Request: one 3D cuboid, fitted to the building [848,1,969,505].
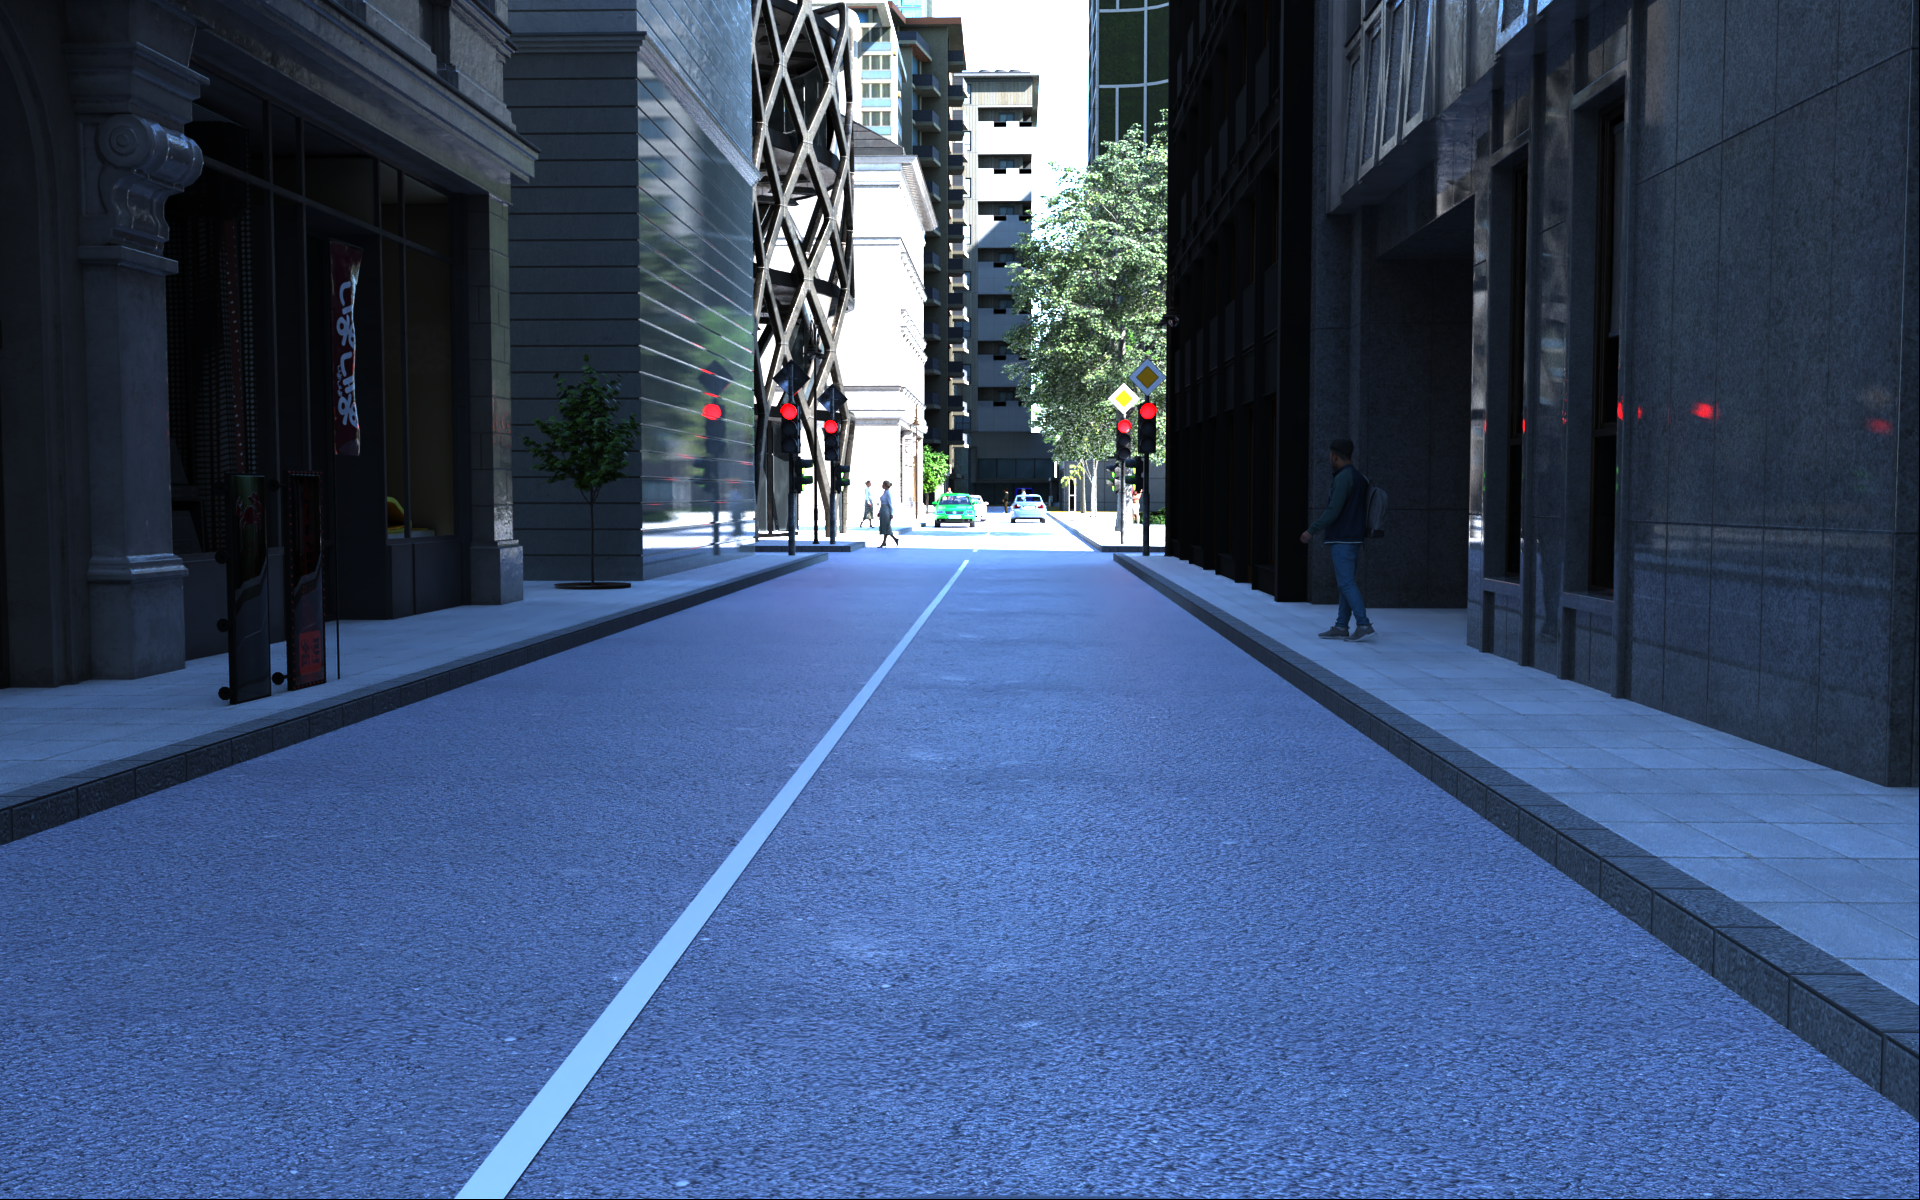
[{"bbox_3d":[-10.491,-30.799,158.192,22.147,44.769,28.867,0,4,2],"label":"building"}]

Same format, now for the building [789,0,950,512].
[{"bbox_3d":[-17.101,-26.915,131.948,32.217,40.220,23.993,0,4,2],"label":"building"}]

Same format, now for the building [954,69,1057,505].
[{"bbox_3d":[-1.865,-38.364,216.483,27.495,52.752,28.713,0,4,2],"label":"building"}]

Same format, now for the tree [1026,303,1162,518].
[{"bbox_3d":[7.401,-10.268,93.634,9.928,11.665,9.643,0,3,0],"label":"tree"}]

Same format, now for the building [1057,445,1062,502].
[{"bbox_3d":[27.486,-54.967,211.389,31.000,86.520,22.319,0,4,2],"label":"building"}]

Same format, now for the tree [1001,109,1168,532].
[{"bbox_3d":[5.569,-9.313,58.921,9.857,13.997,8.962,0,3,0],"label":"tree"}]

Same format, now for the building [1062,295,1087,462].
[{"bbox_3d":[23.355,-19.045,156.424,27.650,21.520,28.899,0,4,2],"label":"building"}]

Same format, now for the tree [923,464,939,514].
[{"bbox_3d":[-2.124,-7.610,119.029,1.663,3.219,1.824,0,3,0],"label":"tree"}]

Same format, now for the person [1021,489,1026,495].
[{"bbox_3d":[4.273,-6.552,115.888,0.793,1.790,0.793,-2,4,-27],"label":"person"}]

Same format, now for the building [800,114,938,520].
[{"bbox_3d":[-7.282,-14.384,86.091,10.553,20.767,40.483,0,4,2],"label":"building"}]

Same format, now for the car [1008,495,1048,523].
[{"bbox_3d":[3.390,-4.552,86.434,2.014,1.417,4.499,0,4,1],"label":"car"}]

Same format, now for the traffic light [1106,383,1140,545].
[{"bbox_3d":[4.123,-3.363,43.904,0.839,4.253,0.868,0,4,2],"label":"traffic light"}]

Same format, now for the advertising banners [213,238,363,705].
[{"bbox_3d":[-4.345,-0.930,11.394,0.090,3.025,2.074,0,4,5],"label":"advertising banners"}]

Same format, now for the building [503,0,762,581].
[{"bbox_3d":[-19.208,-15.486,30.681,29.804,29.767,11.434,0,4,2],"label":"building"}]

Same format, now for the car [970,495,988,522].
[{"bbox_3d":[0.443,-4.785,90.601,2.083,1.381,4.827,0,4,2],"label":"car"}]

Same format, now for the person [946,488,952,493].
[{"bbox_3d":[-0.752,-7.407,127.677,0.617,1.759,0.750,-1,4,-9],"label":"person"}]

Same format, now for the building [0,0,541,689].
[{"bbox_3d":[-10.367,-9.159,0.653,10.553,20.767,40.483,0,4,2],"label":"building"}]

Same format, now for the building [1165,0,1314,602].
[{"bbox_3d":[10.173,-12.099,27.503,12.332,23.373,15.834,0,4,2],"label":"building"}]

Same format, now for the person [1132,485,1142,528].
[{"bbox_3d":[6.532,-3.614,65.109,0.580,1.828,0.573,0,4,-3],"label":"person"}]

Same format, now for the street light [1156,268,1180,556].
[{"bbox_3d":[4.298,-3.838,35.545,0.468,5.910,1.993,0,4,2],"label":"street light"}]

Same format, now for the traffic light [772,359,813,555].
[{"bbox_3d":[-3.503,-2.889,36.155,0.839,4.253,0.868,0,4,2],"label":"traffic light"}]

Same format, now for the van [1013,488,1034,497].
[{"bbox_3d":[6.576,-10.655,178.594,2.240,2.365,5.245,0,4,1],"label":"van"}]

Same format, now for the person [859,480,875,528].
[{"bbox_3d":[-3.508,-3.609,65.281,0.641,1.798,0.478,2,4,31],"label":"person"}]

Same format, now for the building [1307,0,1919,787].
[{"bbox_3d":[9.771,-11.718,9.614,12.078,24.808,19.932,0,4,2],"label":"building"}]

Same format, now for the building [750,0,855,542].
[{"bbox_3d":[-11.725,-11.292,52.071,16.820,18.784,16.811,0,4,2],"label":"building"}]

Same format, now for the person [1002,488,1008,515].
[{"bbox_3d":[3.172,-6.889,120.764,0.705,1.869,1.348,1,4,10],"label":"person"}]

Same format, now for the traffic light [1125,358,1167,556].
[{"bbox_3d":[3.854,-2.875,35.924,0.839,4.253,0.868,0,4,2],"label":"traffic light"}]

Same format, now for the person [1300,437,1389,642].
[{"bbox_3d":[3.391,-0.541,15.237,0.721,1.781,0.623,1,4,20],"label":"person"}]

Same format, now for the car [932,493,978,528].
[{"bbox_3d":[-0.215,-4.052,75.046,1.959,1.807,4.718,0,4,0],"label":"car"}]

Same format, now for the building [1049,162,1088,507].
[{"bbox_3d":[25.626,-29.988,182.189,32.217,40.220,23.993,0,4,2],"label":"building"}]

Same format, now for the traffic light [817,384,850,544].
[{"bbox_3d":[-3.234,-3.377,44.136,0.839,4.253,0.868,0,4,2],"label":"traffic light"}]

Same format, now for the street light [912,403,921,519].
[{"bbox_3d":[-2.220,-7.073,88.427,0.468,5.910,1.993,0,4,2],"label":"street light"}]

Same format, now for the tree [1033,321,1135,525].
[{"bbox_3d":[5.402,-7.482,72.687,4.737,8.622,4.395,0,3,0],"label":"tree"}]

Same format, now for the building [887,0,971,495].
[{"bbox_3d":[-14.588,-53.250,183.315,31.000,86.520,22.319,0,4,2],"label":"building"}]

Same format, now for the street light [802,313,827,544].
[{"bbox_3d":[-3.706,-4.380,44.395,0.468,5.910,1.993,0,4,2],"label":"street light"}]

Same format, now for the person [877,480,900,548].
[{"bbox_3d":[-1.914,-2.301,46.339,0.641,1.798,0.478,0,4,-8],"label":"person"}]

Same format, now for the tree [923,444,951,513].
[{"bbox_3d":[-2.211,-7.943,113.579,4.285,4.588,4.351,0,3,0],"label":"tree"}]

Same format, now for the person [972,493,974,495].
[{"bbox_3d":[1.286,-10.619,182.887,0.599,1.433,0.991,1,4,13],"label":"person"}]

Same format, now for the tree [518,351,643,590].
[{"bbox_3d":[-5.167,-1.775,23.619,1.663,3.219,1.824,0,3,0],"label":"tree"}]

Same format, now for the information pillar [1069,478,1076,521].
[{"bbox_3d":[5.294,-4.716,81.601,0.304,2.012,0.304,1,4,11],"label":"information pillar"}]

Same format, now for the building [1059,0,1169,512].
[{"bbox_3d":[18.014,-42.288,129.655,20.563,71.187,20.611,0,4,2],"label":"building"}]
